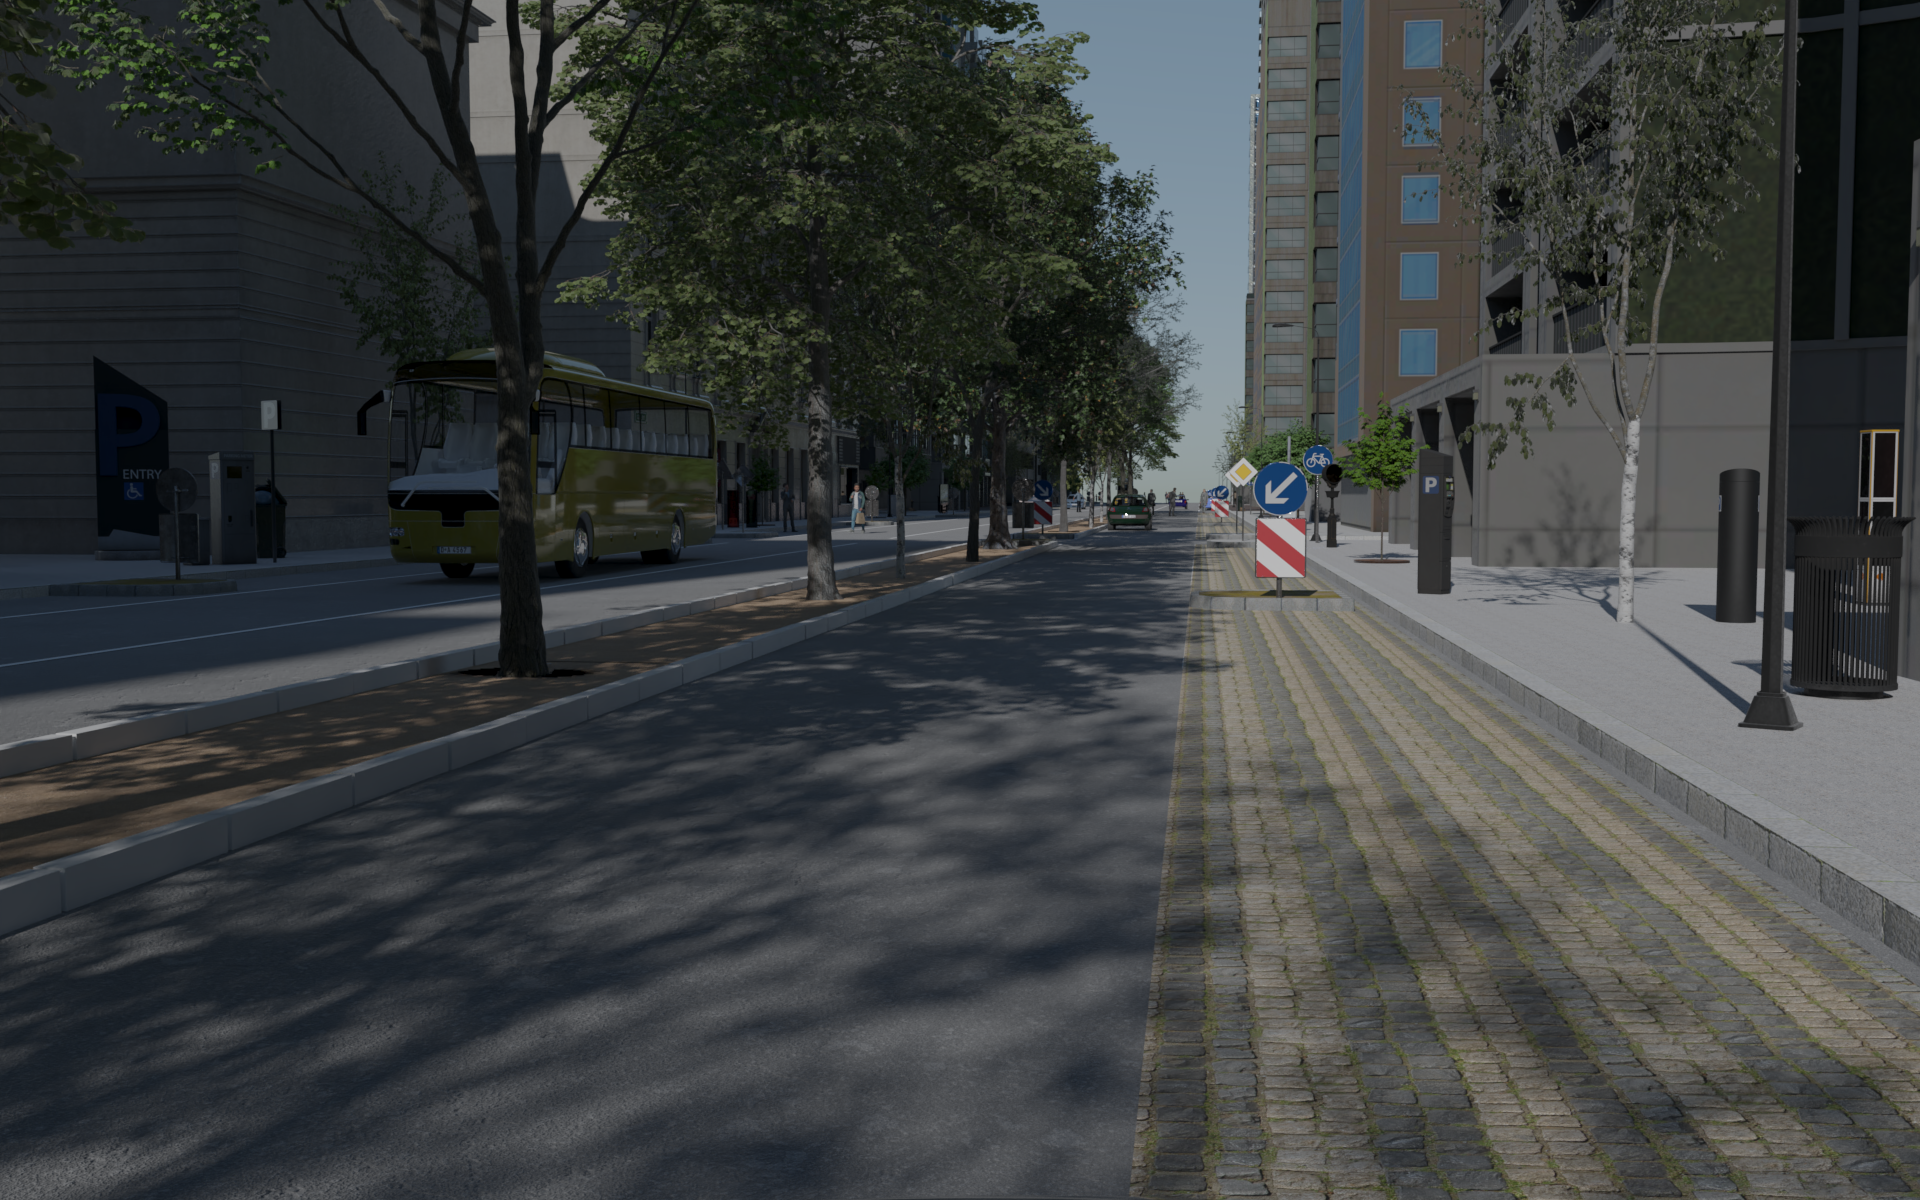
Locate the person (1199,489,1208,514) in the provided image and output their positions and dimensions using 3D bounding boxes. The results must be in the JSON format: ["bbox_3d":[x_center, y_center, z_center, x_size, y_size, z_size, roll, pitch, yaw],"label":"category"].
[{"bbox_3d":[17.803,-7.217,126.596,0.694,1.812,0.767,2,4,25],"label":"person"}]

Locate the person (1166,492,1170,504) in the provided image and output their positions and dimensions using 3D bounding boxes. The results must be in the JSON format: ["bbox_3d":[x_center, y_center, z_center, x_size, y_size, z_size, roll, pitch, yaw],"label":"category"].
[{"bbox_3d":[28.840,-14.022,238.470,1.217,1.736,0.721,-3,5,-41],"label":"person"}]

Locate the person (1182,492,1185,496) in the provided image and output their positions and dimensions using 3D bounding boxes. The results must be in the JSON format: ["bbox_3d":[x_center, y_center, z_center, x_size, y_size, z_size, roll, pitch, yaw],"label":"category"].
[{"bbox_3d":[32.717,-15.032,255.096,0.721,1.723,1.217,-3,5,-44],"label":"person"}]

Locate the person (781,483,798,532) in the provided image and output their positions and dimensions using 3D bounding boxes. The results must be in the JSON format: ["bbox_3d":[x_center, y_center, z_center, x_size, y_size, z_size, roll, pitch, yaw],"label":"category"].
[{"bbox_3d":[-6.427,-3.479,65.184,0.655,1.846,0.447,-1,4,-23],"label":"person"}]

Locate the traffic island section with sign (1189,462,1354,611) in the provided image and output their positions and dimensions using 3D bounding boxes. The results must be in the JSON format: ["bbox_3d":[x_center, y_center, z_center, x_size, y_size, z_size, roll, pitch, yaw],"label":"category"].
[{"bbox_3d":[3.937,-0.822,22.067,1.989,1.847,2.006,0,4,8],"label":"traffic island section with sign"}]

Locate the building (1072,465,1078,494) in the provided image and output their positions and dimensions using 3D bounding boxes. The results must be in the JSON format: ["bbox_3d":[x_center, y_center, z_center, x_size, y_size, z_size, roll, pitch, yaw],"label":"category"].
[{"bbox_3d":[7.123,-39.603,271.204,21.300,48.544,21.600,0,4,8],"label":"building"}]

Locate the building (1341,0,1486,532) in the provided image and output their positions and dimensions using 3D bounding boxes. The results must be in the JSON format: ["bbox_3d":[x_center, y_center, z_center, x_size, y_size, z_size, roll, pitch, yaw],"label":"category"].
[{"bbox_3d":[21.408,-25.212,62.321,14.200,45.320,14.600,0,4,8],"label":"building"}]

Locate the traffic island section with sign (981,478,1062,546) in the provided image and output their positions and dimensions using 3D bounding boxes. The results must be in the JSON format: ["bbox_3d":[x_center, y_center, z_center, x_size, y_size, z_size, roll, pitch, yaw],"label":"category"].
[{"bbox_3d":[1.702,-2.468,48.496,2.006,1.907,1.989,0,4,8],"label":"traffic island section with sign"}]

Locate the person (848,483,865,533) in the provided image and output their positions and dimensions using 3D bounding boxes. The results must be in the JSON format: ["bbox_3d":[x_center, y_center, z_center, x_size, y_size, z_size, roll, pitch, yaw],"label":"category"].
[{"bbox_3d":[-3.681,-3.316,62.709,0.794,1.824,0.713,3,5,41],"label":"person"}]

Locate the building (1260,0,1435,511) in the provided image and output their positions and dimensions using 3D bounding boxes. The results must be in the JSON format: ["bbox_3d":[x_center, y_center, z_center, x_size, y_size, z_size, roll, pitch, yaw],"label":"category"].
[{"bbox_3d":[34.668,-31.140,159.246,14.600,45.320,14.200,0,4,8],"label":"building"}]

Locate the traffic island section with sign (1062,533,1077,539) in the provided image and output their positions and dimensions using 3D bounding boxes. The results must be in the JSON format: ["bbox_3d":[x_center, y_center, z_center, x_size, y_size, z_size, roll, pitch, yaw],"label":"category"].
[{"bbox_3d":[2.729,-2.917,55.832,2.006,1.907,1.989,0,4,8],"label":"traffic island section with sign"}]

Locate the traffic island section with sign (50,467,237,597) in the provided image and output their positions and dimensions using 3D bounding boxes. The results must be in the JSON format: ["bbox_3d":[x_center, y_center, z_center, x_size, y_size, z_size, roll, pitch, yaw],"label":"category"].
[{"bbox_3d":[-11.708,-1.012,25.177,1.989,1.847,2.006,0,4,8],"label":"traffic island section with sign"}]

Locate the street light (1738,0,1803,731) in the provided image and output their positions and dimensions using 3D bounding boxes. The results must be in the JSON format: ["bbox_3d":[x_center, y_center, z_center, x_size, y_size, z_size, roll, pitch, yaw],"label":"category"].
[{"bbox_3d":[3.937,-2.258,9.454,1.470,5.913,1.316,0,4,8],"label":"street light"}]

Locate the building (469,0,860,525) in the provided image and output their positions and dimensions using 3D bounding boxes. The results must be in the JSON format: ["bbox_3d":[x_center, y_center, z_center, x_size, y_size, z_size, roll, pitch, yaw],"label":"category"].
[{"bbox_3d":[-16.292,-18.680,81.834,17.030,29.872,44.131,0,4,8],"label":"building"}]

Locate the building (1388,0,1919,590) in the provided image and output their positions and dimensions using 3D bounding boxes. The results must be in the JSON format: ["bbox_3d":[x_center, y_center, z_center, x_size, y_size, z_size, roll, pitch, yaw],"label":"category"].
[{"bbox_3d":[19.878,-36.283,31.474,20.563,71.187,20.611,0,4,8],"label":"building"}]

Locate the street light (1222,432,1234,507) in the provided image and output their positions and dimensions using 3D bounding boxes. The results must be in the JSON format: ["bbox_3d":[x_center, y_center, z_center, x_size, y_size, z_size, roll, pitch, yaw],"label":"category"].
[{"bbox_3d":[20.529,-9.578,129.135,1.470,5.913,1.316,0,4,8],"label":"street light"}]

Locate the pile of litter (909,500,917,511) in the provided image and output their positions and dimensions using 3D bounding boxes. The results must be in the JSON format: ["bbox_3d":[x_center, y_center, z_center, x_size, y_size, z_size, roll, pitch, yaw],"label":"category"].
[{"bbox_3d":[-3.866,-7.107,130.169,1.176,0.858,1.719,-2,4,-29],"label":"pile of litter"}]

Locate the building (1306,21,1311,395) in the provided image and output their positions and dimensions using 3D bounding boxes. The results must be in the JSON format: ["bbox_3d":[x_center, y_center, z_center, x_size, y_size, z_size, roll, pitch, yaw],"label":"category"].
[{"bbox_3d":[33.419,-34.894,112.515,21.231,58.520,28.212,0,4,8],"label":"building"}]

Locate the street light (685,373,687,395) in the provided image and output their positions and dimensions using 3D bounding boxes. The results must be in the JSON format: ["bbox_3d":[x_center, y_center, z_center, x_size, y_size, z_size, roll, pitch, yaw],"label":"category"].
[{"bbox_3d":[-8.595,-5.207,57.679,1.470,5.913,1.316,0,4,8],"label":"street light"}]

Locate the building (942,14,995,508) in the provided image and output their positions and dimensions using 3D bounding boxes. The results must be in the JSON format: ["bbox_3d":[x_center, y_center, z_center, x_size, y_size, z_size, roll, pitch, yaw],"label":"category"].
[{"bbox_3d":[-8.288,-33.678,170.236,23.786,49.044,30.456,0,4,8],"label":"building"}]

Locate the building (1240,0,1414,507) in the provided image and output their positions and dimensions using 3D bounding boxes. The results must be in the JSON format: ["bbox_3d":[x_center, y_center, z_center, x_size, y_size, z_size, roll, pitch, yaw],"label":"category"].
[{"bbox_3d":[47.871,-48.328,228.418,20.563,71.187,20.611,0,4,8],"label":"building"}]

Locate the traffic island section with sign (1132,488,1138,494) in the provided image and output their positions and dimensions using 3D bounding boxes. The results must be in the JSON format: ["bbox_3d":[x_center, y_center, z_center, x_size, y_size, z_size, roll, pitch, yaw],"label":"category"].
[{"bbox_3d":[13.037,-7.470,130.263,2.006,1.907,1.989,0,4,8],"label":"traffic island section with sign"}]

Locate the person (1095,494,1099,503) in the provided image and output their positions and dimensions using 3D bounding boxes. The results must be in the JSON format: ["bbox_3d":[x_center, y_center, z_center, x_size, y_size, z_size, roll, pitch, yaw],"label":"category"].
[{"bbox_3d":[20.125,-14.875,254.924,0.991,1.433,0.599,-3,4,-36],"label":"person"}]

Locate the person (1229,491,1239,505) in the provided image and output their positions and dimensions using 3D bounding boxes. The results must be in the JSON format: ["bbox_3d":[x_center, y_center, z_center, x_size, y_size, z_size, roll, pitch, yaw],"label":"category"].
[{"bbox_3d":[33.133,-12.239,208.612,1.348,1.823,0.705,1,4,11],"label":"person"}]

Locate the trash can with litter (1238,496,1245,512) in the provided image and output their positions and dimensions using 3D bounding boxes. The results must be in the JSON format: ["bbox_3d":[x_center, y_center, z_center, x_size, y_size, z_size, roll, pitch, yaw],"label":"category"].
[{"bbox_3d":[20.771,-7.109,127.619,0.624,1.170,1.055,-1,4,-10],"label":"trash can with litter"}]

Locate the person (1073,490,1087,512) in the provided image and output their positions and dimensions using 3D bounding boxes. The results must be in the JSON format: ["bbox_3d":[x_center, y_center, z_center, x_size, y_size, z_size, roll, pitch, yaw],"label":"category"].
[{"bbox_3d":[9.360,-7.800,136.015,1.348,1.826,0.705,-2,4,-35],"label":"person"}]

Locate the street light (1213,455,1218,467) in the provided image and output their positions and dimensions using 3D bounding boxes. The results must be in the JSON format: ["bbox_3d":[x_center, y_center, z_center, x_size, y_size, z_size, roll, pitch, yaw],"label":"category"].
[{"bbox_3d":[31.060,-14.221,205.050,1.470,5.913,1.316,0,4,8],"label":"street light"}]

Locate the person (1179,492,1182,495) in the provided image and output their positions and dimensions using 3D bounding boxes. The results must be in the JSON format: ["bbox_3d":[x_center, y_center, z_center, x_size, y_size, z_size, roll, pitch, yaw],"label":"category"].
[{"bbox_3d":[30.739,-14.223,241.767,1.217,1.735,0.721,-1,4,-12],"label":"person"}]

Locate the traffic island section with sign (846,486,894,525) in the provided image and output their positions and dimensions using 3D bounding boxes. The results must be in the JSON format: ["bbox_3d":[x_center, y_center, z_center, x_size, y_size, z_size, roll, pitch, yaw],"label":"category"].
[{"bbox_3d":[-4.110,-4.368,80.048,1.989,1.847,2.006,0,4,8],"label":"traffic island section with sign"}]

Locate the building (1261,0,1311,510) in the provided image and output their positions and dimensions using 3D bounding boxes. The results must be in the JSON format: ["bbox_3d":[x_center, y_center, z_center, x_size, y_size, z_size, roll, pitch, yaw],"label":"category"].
[{"bbox_3d":[32.494,-28.243,145.366,14.154,41.232,14.086,0,4,8],"label":"building"}]

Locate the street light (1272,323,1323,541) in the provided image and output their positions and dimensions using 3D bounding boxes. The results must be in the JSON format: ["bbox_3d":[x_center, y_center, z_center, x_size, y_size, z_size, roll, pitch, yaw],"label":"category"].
[{"bbox_3d":[9.165,-4.560,47.098,1.470,5.913,1.316,0,4,8],"label":"street light"}]

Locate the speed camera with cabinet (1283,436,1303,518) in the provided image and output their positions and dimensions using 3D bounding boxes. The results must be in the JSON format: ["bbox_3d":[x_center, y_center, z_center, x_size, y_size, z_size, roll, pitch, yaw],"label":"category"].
[{"bbox_3d":[11.241,-3.935,58.671,0.660,3.252,2.038,1,4,18],"label":"speed camera with cabinet"}]

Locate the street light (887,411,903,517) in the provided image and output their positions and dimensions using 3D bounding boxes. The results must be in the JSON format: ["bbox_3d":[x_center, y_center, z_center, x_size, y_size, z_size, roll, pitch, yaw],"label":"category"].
[{"bbox_3d":[-3.357,-7.542,95.846,1.470,5.913,1.316,0,4,8],"label":"street light"}]

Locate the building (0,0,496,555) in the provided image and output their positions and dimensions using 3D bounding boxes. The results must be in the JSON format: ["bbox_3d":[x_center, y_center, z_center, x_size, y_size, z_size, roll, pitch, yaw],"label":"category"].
[{"bbox_3d":[-25.535,-12.296,42.846,24.055,21.916,13.314,0,4,8],"label":"building"}]

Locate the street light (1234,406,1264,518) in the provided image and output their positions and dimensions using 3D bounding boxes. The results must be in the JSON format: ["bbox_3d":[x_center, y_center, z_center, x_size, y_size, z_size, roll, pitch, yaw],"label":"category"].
[{"bbox_3d":[15.382,-7.275,91.479,1.470,5.913,1.316,0,4,8],"label":"street light"}]

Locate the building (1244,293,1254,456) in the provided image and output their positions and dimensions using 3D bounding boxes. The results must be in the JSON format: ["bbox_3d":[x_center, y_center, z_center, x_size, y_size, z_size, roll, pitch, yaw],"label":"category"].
[{"bbox_3d":[47.745,-29.110,247.642,14.160,30.474,14.107,0,4,8],"label":"building"}]

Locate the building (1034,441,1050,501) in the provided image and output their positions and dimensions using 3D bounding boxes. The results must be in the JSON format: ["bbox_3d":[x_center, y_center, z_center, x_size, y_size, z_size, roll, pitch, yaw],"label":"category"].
[{"bbox_3d":[4.193,-27.730,225.084,14.160,30.474,14.107,0,4,8],"label":"building"}]

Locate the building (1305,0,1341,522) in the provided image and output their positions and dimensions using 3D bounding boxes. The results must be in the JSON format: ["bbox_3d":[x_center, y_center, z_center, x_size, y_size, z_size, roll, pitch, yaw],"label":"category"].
[{"bbox_3d":[24.129,-19.160,84.969,14.160,30.474,14.107,0,4,8],"label":"building"}]

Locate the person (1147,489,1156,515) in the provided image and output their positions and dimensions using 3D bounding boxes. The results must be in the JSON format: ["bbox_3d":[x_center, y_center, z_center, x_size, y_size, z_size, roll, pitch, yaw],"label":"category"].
[{"bbox_3d":[12.988,-6.668,117.918,0.661,1.777,0.834,-1,4,-23],"label":"person"}]

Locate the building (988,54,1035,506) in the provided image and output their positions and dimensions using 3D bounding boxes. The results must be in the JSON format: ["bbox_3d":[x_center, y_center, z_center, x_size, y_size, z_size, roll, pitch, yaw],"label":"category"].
[{"bbox_3d":[-3.133,-34.989,195.766,21.300,48.544,21.600,0,4,8],"label":"building"}]

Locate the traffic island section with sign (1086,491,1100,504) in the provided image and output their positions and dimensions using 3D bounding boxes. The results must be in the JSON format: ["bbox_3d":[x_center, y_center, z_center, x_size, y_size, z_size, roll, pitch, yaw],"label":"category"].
[{"bbox_3d":[17.751,-14.015,237.774,1.989,1.847,2.006,0,4,8],"label":"traffic island section with sign"}]

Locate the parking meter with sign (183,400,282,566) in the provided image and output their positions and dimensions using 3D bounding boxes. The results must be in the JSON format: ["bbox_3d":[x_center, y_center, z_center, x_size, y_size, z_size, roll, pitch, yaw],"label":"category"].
[{"bbox_3d":[-13.311,-2.163,31.632,0.543,3.016,1.738,3,4,38],"label":"parking meter with sign"}]

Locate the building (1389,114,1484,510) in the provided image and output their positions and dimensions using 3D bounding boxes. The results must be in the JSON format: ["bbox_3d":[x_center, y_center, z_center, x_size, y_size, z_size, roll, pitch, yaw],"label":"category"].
[{"bbox_3d":[40.300,-45.074,175.217,20.563,71.187,20.611,0,4,8],"label":"building"}]

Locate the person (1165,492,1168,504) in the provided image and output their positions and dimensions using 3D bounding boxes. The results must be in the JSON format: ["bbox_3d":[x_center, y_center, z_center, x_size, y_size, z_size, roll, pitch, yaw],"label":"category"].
[{"bbox_3d":[29.393,-14.489,245.839,0.683,1.767,0.568,0,4,6],"label":"person"}]

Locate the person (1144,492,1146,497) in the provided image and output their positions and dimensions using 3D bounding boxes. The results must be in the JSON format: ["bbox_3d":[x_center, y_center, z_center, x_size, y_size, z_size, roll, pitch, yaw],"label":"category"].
[{"bbox_3d":[28.677,-15.839,268.193,0.721,1.735,1.217,0,4,-7],"label":"person"}]

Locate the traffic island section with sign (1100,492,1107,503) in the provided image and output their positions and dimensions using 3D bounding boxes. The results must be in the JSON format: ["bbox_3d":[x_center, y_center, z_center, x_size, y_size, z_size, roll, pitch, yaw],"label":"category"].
[{"bbox_3d":[21.452,-15.648,264.475,1.989,1.847,2.006,0,4,8],"label":"traffic island section with sign"}]

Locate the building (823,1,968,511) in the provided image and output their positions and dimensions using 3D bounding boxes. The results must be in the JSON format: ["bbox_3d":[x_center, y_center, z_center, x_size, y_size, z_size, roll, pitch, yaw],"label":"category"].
[{"bbox_3d":[-10.068,-43.110,143.094,20.563,71.187,20.611,0,4,8],"label":"building"}]

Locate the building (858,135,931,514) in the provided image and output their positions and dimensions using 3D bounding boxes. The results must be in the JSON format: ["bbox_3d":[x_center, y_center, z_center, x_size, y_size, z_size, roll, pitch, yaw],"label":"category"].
[{"bbox_3d":[-10.668,-19.712,115.792,14.314,27.812,24.014,0,4,8],"label":"building"}]

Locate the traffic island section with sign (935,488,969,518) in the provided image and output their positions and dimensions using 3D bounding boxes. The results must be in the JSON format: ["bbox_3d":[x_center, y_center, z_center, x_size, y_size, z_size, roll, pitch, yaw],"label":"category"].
[{"bbox_3d":[-0.406,-6.001,106.748,1.989,1.847,2.006,0,4,8],"label":"traffic island section with sign"}]

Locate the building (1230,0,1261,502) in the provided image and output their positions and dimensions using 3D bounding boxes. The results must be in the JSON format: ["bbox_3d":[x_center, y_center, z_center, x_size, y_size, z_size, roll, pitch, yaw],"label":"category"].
[{"bbox_3d":[53.802,-58.448,268.299,22.319,86.520,31.000,0,4,8],"label":"building"}]

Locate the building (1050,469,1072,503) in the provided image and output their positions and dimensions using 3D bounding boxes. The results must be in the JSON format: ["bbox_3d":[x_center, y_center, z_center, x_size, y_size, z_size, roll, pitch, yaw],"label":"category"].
[{"bbox_3d":[4.462,-43.069,246.170,21.231,58.520,28.212,0,4,8],"label":"building"}]

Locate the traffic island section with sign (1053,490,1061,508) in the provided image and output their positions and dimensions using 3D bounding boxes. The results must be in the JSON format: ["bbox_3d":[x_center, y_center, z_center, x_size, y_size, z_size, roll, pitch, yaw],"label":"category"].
[{"bbox_3d":[10.214,-10.688,183.372,1.989,1.847,2.006,0,4,8],"label":"traffic island section with sign"}]

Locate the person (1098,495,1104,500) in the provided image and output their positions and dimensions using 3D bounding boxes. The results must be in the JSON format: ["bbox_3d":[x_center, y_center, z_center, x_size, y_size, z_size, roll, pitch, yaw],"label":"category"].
[{"bbox_3d":[16.420,-11.784,201.150,0.705,1.826,1.348,2,4,25],"label":"person"}]

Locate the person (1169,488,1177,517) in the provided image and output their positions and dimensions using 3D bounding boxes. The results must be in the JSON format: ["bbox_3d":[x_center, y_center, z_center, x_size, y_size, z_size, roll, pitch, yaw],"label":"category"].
[{"bbox_3d":[13.606,-6.255,110.581,0.447,1.846,0.655,-3,4,-38],"label":"person"}]
